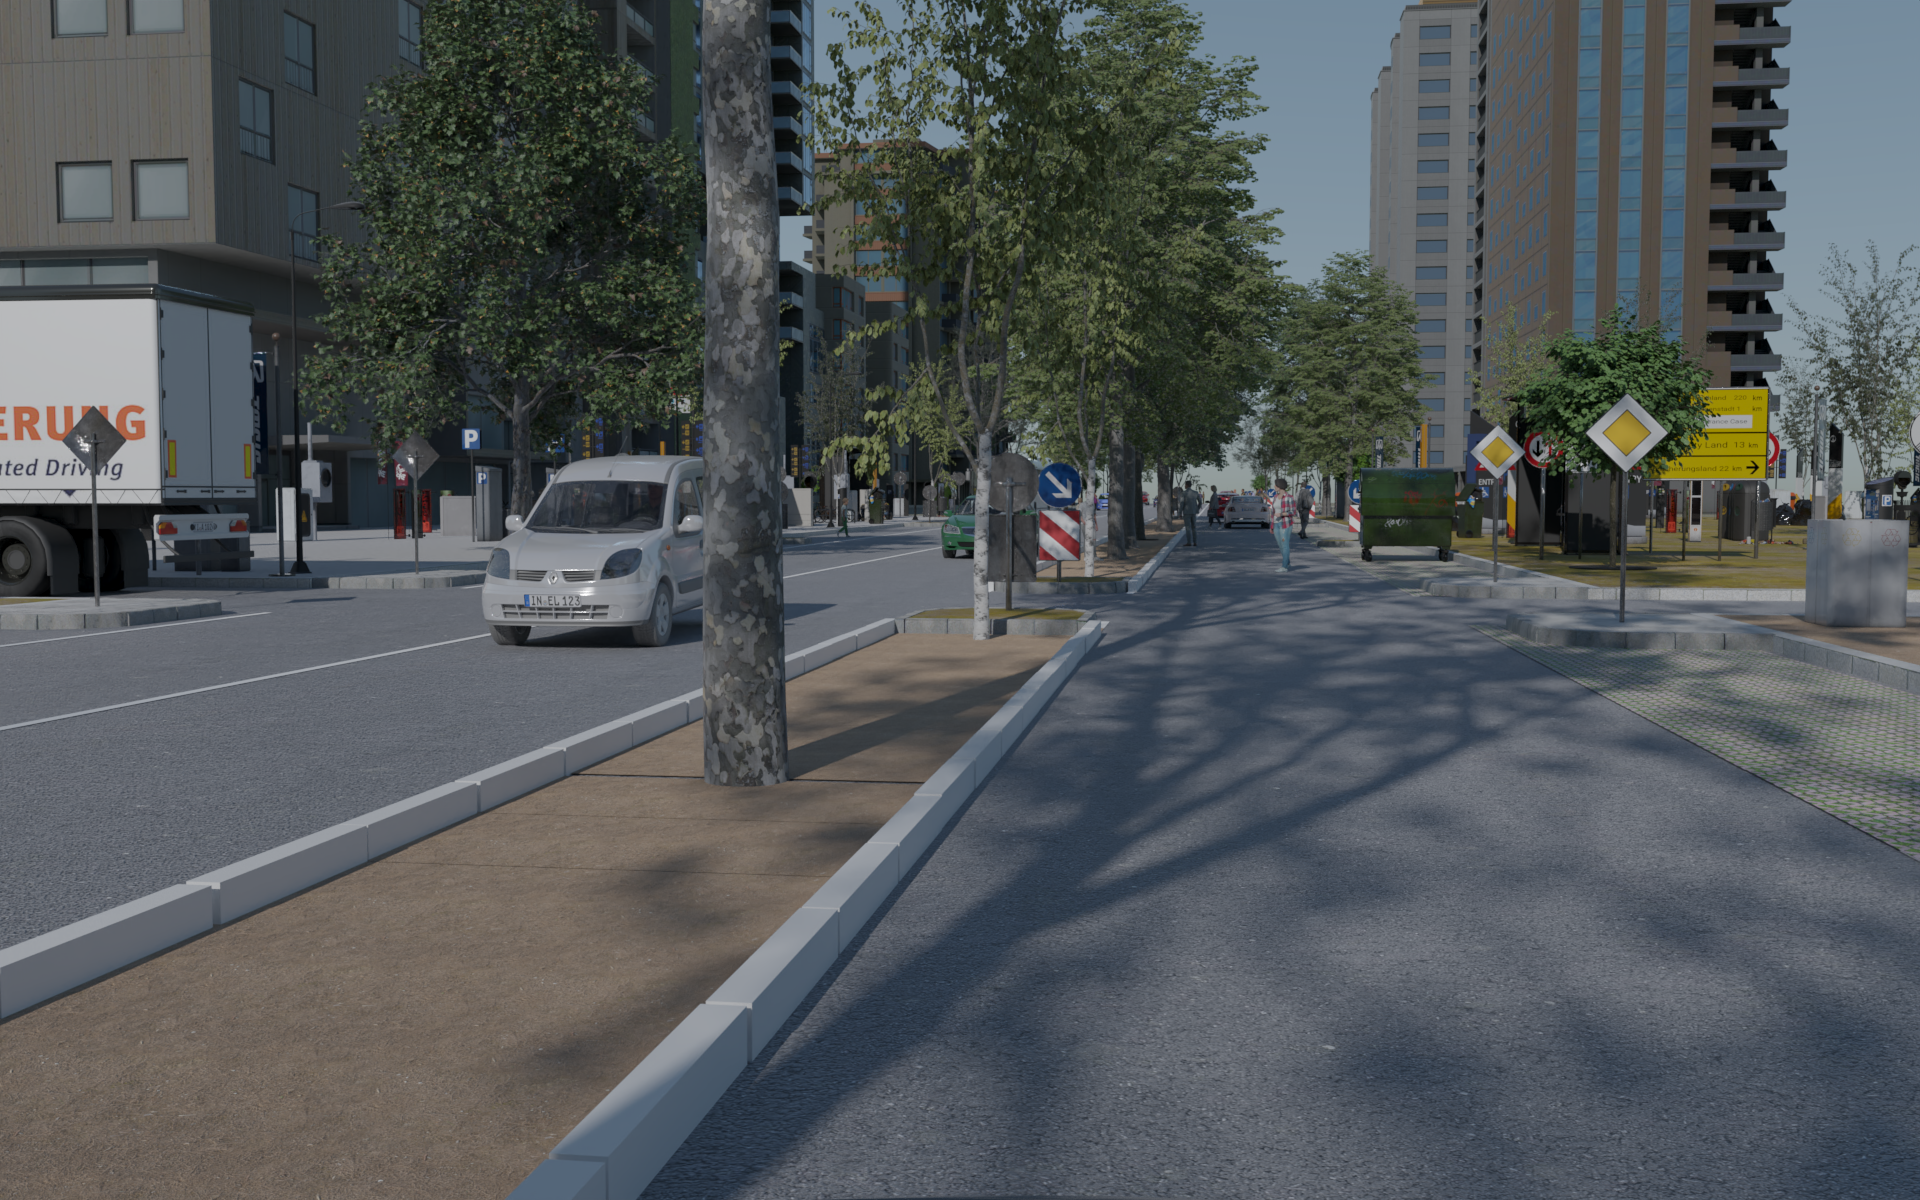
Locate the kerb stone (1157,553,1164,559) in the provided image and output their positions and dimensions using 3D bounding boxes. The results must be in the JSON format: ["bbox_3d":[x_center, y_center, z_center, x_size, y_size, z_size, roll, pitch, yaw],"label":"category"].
[{"bbox_3d":[4.103,-0.838,35.900,0.120,0.150,1.000,1,4,8],"label":"kerb stone"}]

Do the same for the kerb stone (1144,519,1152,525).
[{"bbox_3d":[9.099,-3.770,83.837,0.120,0.150,1.000,1,4,8],"label":"kerb stone"}]

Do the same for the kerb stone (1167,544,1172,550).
[{"bbox_3d":[4.996,-1.205,41.983,0.120,0.150,1.000,1,4,8],"label":"kerb stone"}]

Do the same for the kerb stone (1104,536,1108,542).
[{"bbox_3d":[4.127,-1.722,50.401,0.120,0.150,1.000,1,4,8],"label":"kerb stone"}]

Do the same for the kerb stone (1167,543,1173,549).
[{"bbox_3d":[5.157,-1.269,42.997,0.120,0.150,1.000,1,4,8],"label":"kerb stone"}]

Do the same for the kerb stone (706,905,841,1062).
[{"bbox_3d":[-0.510,1.060,4.870,0.120,0.150,1.000,1,4,8],"label":"kerb stone"}]

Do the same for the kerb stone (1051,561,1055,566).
[{"bbox_3d":[1.719,-0.733,34.198,0.120,0.150,1.000,1,4,8],"label":"kerb stone"}]

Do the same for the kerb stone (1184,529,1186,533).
[{"bbox_3d":[7.554,-2.259,59.184,0.120,0.150,1.000,1,4,8],"label":"kerb stone"}]

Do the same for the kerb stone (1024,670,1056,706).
[{"bbox_3d":[0.540,0.625,11.979,0.120,0.150,1.000,1,4,8],"label":"kerb stone"}]

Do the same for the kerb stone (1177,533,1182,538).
[{"bbox_3d":[6.656,-1.889,53.113,0.120,0.150,1.000,1,4,8],"label":"kerb stone"}]

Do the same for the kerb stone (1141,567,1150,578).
[{"bbox_3d":[3.038,-0.403,28.794,0.120,0.150,1.000,1,4,8],"label":"kerb stone"}]

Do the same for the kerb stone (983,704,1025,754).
[{"bbox_3d":[0.242,0.750,9.940,0.120,0.150,1.000,1,4,8],"label":"kerb stone"}]

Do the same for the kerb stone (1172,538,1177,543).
[{"bbox_3d":[5.756,-1.520,47.041,0.120,0.150,1.000,1,4,8],"label":"kerb stone"}]

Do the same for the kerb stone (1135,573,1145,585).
[{"bbox_3d":[2.735,-0.280,26.770,0.120,0.150,1.000,1,4,8],"label":"kerb stone"}]

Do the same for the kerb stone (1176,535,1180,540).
[{"bbox_3d":[6.356,-1.767,51.091,0.120,0.150,1.000,1,4,8],"label":"kerb stone"}]

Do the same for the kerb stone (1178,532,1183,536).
[{"bbox_3d":[6.812,-1.953,54.123,0.120,0.150,1.000,1,4,8],"label":"kerb stone"}]

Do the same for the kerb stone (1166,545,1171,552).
[{"bbox_3d":[4.847,-1.145,40.972,0.120,0.150,1.000,1,4,8],"label":"kerb stone"}]

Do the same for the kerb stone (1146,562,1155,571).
[{"bbox_3d":[3.339,-0.528,30.823,0.120,0.150,1.000,1,4,8],"label":"kerb stone"}]

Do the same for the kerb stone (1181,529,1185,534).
[{"bbox_3d":[7.404,-2.199,58.172,0.120,0.150,1.000,1,4,8],"label":"kerb stone"}]

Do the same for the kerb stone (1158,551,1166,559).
[{"bbox_3d":[4.253,-0.892,36.911,0.120,0.150,1.000,1,4,8],"label":"kerb stone"}]

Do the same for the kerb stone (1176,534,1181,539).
[{"bbox_3d":[6.503,-1.829,52.102,0.120,0.150,1.000,1,4,8],"label":"kerb stone"}]

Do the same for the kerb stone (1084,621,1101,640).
[{"bbox_3d":[1.298,0.314,17.069,0.120,0.150,1.000,1,4,8],"label":"kerb stone"}]

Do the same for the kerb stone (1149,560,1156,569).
[{"bbox_3d":[3.485,-0.588,31.842,0.120,0.150,1.000,1,4,8],"label":"kerb stone"}]

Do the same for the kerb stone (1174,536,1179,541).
[{"bbox_3d":[6.056,-1.644,49.069,0.120,0.150,1.000,1,4,8],"label":"kerb stone"}]

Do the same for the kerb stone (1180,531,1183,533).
[{"bbox_3d":[6.954,-2.015,55.135,0.120,0.150,1.000,1,4,8],"label":"kerb stone"}]

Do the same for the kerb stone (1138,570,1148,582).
[{"bbox_3d":[2.896,-0.339,27.779,0.120,0.150,1.000,1,4,8],"label":"kerb stone"}]

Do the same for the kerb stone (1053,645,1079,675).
[{"bbox_3d":[0.843,0.501,14.012,0.120,0.150,1.000,1,4,8],"label":"kerb stone"}]

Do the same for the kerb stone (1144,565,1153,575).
[{"bbox_3d":[3.193,-0.465,29.804,0.120,0.150,1.000,1,4,8],"label":"kerb stone"}]

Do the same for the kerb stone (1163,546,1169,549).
[{"bbox_3d":[4.695,-1.087,39.961,0.120,0.150,1.000,1,4,8],"label":"kerb stone"}]

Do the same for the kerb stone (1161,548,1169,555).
[{"bbox_3d":[4.557,-1.021,38.937,0.120,0.150,1.000,1,4,8],"label":"kerb stone"}]

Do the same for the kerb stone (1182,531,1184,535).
[{"bbox_3d":[7.102,-2.072,56.148,0.120,0.150,1.000,1,4,8],"label":"kerb stone"}]

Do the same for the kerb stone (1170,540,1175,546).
[{"bbox_3d":[5.452,-1.396,45.019,0.120,0.150,1.000,1,4,8],"label":"kerb stone"}]

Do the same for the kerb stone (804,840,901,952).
[{"bbox_3d":[-0.360,1.001,5.889,0.120,0.150,1.000,1,4,8],"label":"kerb stone"}]

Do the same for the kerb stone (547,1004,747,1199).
[{"bbox_3d":[-0.667,1.122,3.859,0.120,0.150,1.000,1,4,8],"label":"kerb stone"}]

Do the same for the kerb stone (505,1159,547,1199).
[{"bbox_3d":[-0.813,1.184,2.843,0.120,0.150,1.000,1,4,8],"label":"kerb stone"}]

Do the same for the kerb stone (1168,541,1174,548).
[{"bbox_3d":[5.310,-1.334,44.007,0.120,0.150,1.000,1,4,8],"label":"kerb stone"}]

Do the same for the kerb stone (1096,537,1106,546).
[{"bbox_3d":[3.988,-1.663,49.387,0.120,0.150,1.000,1,4,8],"label":"kerb stone"}]

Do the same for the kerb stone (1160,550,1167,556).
[{"bbox_3d":[4.396,-0.957,37.927,0.120,0.150,1.000,1,4,8],"label":"kerb stone"}]

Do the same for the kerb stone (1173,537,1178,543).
[{"bbox_3d":[5.901,-1.581,48.055,0.120,0.150,1.000,1,4,8],"label":"kerb stone"}]

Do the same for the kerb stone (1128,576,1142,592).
[{"bbox_3d":[2.586,-0.218,25.759,0.120,0.150,1.000,1,4,8],"label":"kerb stone"}]

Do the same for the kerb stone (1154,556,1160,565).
[{"bbox_3d":[3.792,-0.714,33.875,0.120,0.150,1.000,1,4,8],"label":"kerb stone"}]

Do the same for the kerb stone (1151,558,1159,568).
[{"bbox_3d":[3.646,-0.646,32.864,0.120,0.150,1.000,1,4,8],"label":"kerb stone"}]

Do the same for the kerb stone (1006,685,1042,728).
[{"bbox_3d":[0.392,0.687,10.956,0.120,0.150,1.000,1,4,8],"label":"kerb stone"}]

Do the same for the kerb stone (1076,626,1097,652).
[{"bbox_3d":[1.147,0.379,16.052,0.120,0.150,1.000,1,4,8],"label":"kerb stone"}]

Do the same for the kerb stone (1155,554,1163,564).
[{"bbox_3d":[3.954,-0.775,34.889,0.120,0.150,1.000,1,4,8],"label":"kerb stone"}]

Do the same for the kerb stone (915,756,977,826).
[{"bbox_3d":[-0.064,0.875,7.912,0.120,0.150,1.000,1,4,8],"label":"kerb stone"}]

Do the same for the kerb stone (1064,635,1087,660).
[{"bbox_3d":[0.986,0.439,15.034,0.120,0.150,1.000,1,4,8],"label":"kerb stone"}]

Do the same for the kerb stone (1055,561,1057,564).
[{"bbox_3d":[1.879,-0.796,35.207,0.120,0.150,1.000,1,4,8],"label":"kerb stone"}]

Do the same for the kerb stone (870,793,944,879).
[{"bbox_3d":[-0.210,0.941,6.901,0.120,0.150,1.000,1,4,8],"label":"kerb stone"}]

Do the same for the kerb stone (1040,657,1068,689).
[{"bbox_3d":[0.689,0.569,12.991,0.120,0.150,1.000,1,4,8],"label":"kerb stone"}]

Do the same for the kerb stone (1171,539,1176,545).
[{"bbox_3d":[5.606,-1.458,46.031,0.120,0.150,1.000,1,4,8],"label":"kerb stone"}]

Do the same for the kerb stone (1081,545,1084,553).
[{"bbox_3d":[3.235,-1.351,44.333,0.120,0.150,1.000,1,4,8],"label":"kerb stone"}]

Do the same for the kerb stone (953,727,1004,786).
[{"bbox_3d":[0.090,0.812,8.923,0.120,0.150,1.000,1,4,8],"label":"kerb stone"}]
